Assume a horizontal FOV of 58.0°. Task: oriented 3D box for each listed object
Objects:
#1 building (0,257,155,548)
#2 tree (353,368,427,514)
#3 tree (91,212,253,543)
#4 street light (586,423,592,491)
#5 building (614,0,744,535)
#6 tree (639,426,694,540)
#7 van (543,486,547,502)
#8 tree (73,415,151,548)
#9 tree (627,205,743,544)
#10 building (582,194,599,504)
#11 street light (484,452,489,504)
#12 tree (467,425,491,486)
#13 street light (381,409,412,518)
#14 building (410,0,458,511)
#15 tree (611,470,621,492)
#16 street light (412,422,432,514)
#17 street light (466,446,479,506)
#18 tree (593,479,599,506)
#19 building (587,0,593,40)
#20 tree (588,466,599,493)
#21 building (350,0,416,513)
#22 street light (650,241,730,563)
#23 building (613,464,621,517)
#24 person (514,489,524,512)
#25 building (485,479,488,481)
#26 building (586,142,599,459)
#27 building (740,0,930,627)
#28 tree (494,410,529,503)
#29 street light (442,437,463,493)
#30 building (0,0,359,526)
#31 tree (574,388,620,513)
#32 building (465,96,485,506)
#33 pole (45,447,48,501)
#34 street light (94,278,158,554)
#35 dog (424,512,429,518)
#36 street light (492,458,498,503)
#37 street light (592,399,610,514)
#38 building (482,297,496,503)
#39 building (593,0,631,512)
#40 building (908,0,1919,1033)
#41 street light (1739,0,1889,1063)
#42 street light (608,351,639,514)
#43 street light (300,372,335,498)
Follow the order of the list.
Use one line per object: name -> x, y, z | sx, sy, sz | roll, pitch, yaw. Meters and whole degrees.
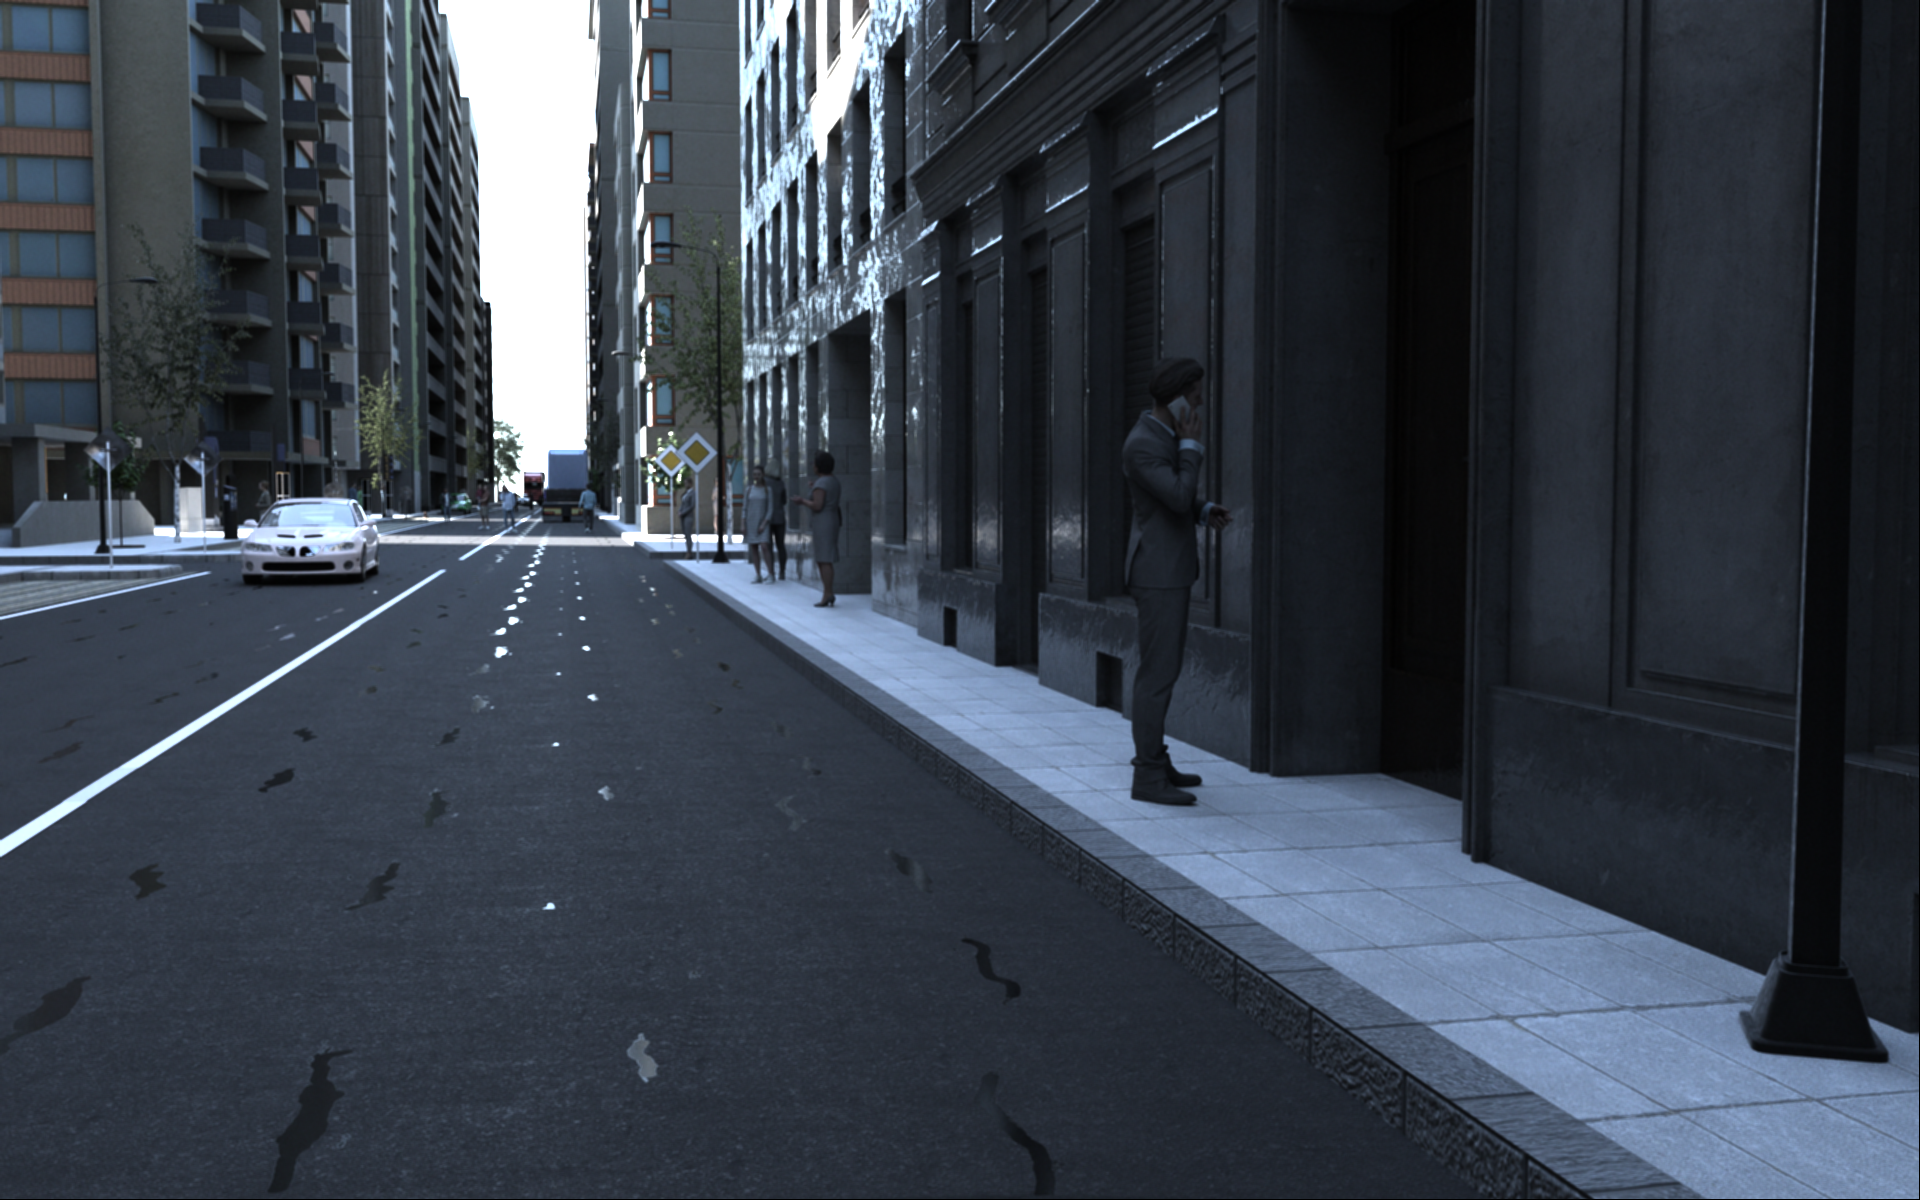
building -> -39.638, -21.490, 43.246 | 32.217, 40.220, 23.993 | -1, 4, -13
tree -> -33.911, -9.295, 102.341 | 4.737, 8.622, 4.395 | 0, 3, 0
tree -> -20.745, -5.827, 45.640 | 4.360, 8.622, 3.978 | 0, 3, 0
street light -> -23.493, -8.598, 113.122 | 1.470, 5.913, 1.316 | -1, 4, -13
building -> 0.473, -13.797, 70.618 | 27.650, 21.520, 28.899 | -1, 4, -13
tree -> -8.277, -3.340, 49.204 | 1.663, 3.219, 1.824 | 0, 3, 0
van -> -29.174, -7.426, 125.797 | 2.240, 2.365, 5.245 | -1, 4, -11
tree -> -20.059, -2.871, 41.541 | 1.663, 3.219, 1.824 | 0, 3, 0
tree -> -6.004, -5.714, 43.789 | 4.737, 8.622, 4.395 | 0, 3, 0
building -> -49.927, -37.471, 262.756 | 14.600, 45.320, 14.200 | -1, 4, -13
street light -> -53.394, -13.479, 192.920 | 1.470, 5.913, 1.316 | -1, 4, -13
tree -> -52.291, -14.304, 184.233 | 4.737, 8.622, 4.395 | 0, 3, 0
street light -> -30.777, -7.437, 94.130 | 1.470, 5.913, 1.316 | -1, 4, -13
building -> -59.413, -33.218, 166.812 | 21.300, 48.544, 21.600 | -1, 4, -13
tree -> -16.824, -5.685, 87.553 | 1.663, 3.219, 1.824 | 0, 3, 0
street light -> -34.901, -8.541, 112.179 | 1.470, 5.913, 1.316 | -1, 4, -13
street light -> -47.795, -11.976, 168.355 | 1.470, 5.913, 1.316 | -1, 4, -13
tree -> -39.047, -11.901, 189.179 | 1.663, 3.219, 1.824 | 0, 3, 0
building -> -22.755, -35.893, 176.083 | 28.713, 52.752, 27.495 | -1, 4, -13
tree -> -41.509, -13.001, 196.275 | 4.285, 4.588, 4.351 | 0, 3, 0
building -> -44.132, -26.400, 115.227 | 14.154, 41.232, 14.086 | -1, 4, -13
street light -> -4.996, -3.640, 32.053 | 1.470, 5.913, 1.316 | -1, 4, -13
building -> -4.635, -25.251, 104.737 | 32.217, 40.220, 23.993 | -1, 4, -13
person -> -36.094, -8.080, 140.575 | 1.348, 1.831, 0.705 | -1, 4, -23
building -> -74.260, -37.013, 224.765 | 23.786, 49.044, 30.456 | -1, 4, -13
building -> -34.764, -34.253, 214.663 | 22.147, 44.769, 28.867 | -1, 4, -13
building -> 2.851, -10.414, 25.016 | 10.420, 20.320, 16.860 | -1, 4, -13
tree -> -70.223, -21.779, 262.733 | 9.857, 13.997, 8.962 | 0, 3, 0
street light -> -41.364, -10.264, 140.356 | 1.470, 5.913, 1.316 | -1, 4, -13
building -> -40.941, -26.068, 80.843 | 22.147, 44.769, 28.867 | -1, 4, -13
tree -> -24.274, -10.356, 119.687 | 4.360, 8.622, 3.978 | 0, 3, 0
building -> -66.719, -35.238, 199.849 | 21.300, 48.544, 21.600 | -1, 4, -13
pole -> -33.371, -4.235, 63.081 | 0.158, 3.312, 0.155 | 0, 3, 0
street light -> -17.900, -3.955, 37.197 | 1.470, 5.913, 1.316 | -1, 4, -13
dog -> -31.332, -4.963, 101.337 | 0.550, 0.427, 0.748 | 1, 4, 11
street light -> -59.842, -15.209, 221.200 | 1.470, 5.913, 1.316 | -1, 4, -13
street light -> -17.043, -6.857, 84.651 | 1.470, 5.913, 1.316 | -1, 4, -13
building -> -74.301, -29.139, 248.131 | 14.160, 30.474, 14.107 | -1, 4, -13
building -> -17.774, -31.400, 137.098 | 21.300, 48.544, 21.600 | -1, 4, -13
building -> 6.160, -9.680, 7.420 | 9.793, 20.994, 18.267 | -1, 4, -13
street light -> 1.470, -1.910, 3.777 | 1.470, 5.913, 1.316 | -1, 4, -13
street light -> -10.631, -5.144, 56.647 | 1.470, 5.913, 1.316 | -1, 4, -13
street light -> -24.538, -5.721, 66.086 | 1.470, 5.913, 1.316 | -1, 4, -13
